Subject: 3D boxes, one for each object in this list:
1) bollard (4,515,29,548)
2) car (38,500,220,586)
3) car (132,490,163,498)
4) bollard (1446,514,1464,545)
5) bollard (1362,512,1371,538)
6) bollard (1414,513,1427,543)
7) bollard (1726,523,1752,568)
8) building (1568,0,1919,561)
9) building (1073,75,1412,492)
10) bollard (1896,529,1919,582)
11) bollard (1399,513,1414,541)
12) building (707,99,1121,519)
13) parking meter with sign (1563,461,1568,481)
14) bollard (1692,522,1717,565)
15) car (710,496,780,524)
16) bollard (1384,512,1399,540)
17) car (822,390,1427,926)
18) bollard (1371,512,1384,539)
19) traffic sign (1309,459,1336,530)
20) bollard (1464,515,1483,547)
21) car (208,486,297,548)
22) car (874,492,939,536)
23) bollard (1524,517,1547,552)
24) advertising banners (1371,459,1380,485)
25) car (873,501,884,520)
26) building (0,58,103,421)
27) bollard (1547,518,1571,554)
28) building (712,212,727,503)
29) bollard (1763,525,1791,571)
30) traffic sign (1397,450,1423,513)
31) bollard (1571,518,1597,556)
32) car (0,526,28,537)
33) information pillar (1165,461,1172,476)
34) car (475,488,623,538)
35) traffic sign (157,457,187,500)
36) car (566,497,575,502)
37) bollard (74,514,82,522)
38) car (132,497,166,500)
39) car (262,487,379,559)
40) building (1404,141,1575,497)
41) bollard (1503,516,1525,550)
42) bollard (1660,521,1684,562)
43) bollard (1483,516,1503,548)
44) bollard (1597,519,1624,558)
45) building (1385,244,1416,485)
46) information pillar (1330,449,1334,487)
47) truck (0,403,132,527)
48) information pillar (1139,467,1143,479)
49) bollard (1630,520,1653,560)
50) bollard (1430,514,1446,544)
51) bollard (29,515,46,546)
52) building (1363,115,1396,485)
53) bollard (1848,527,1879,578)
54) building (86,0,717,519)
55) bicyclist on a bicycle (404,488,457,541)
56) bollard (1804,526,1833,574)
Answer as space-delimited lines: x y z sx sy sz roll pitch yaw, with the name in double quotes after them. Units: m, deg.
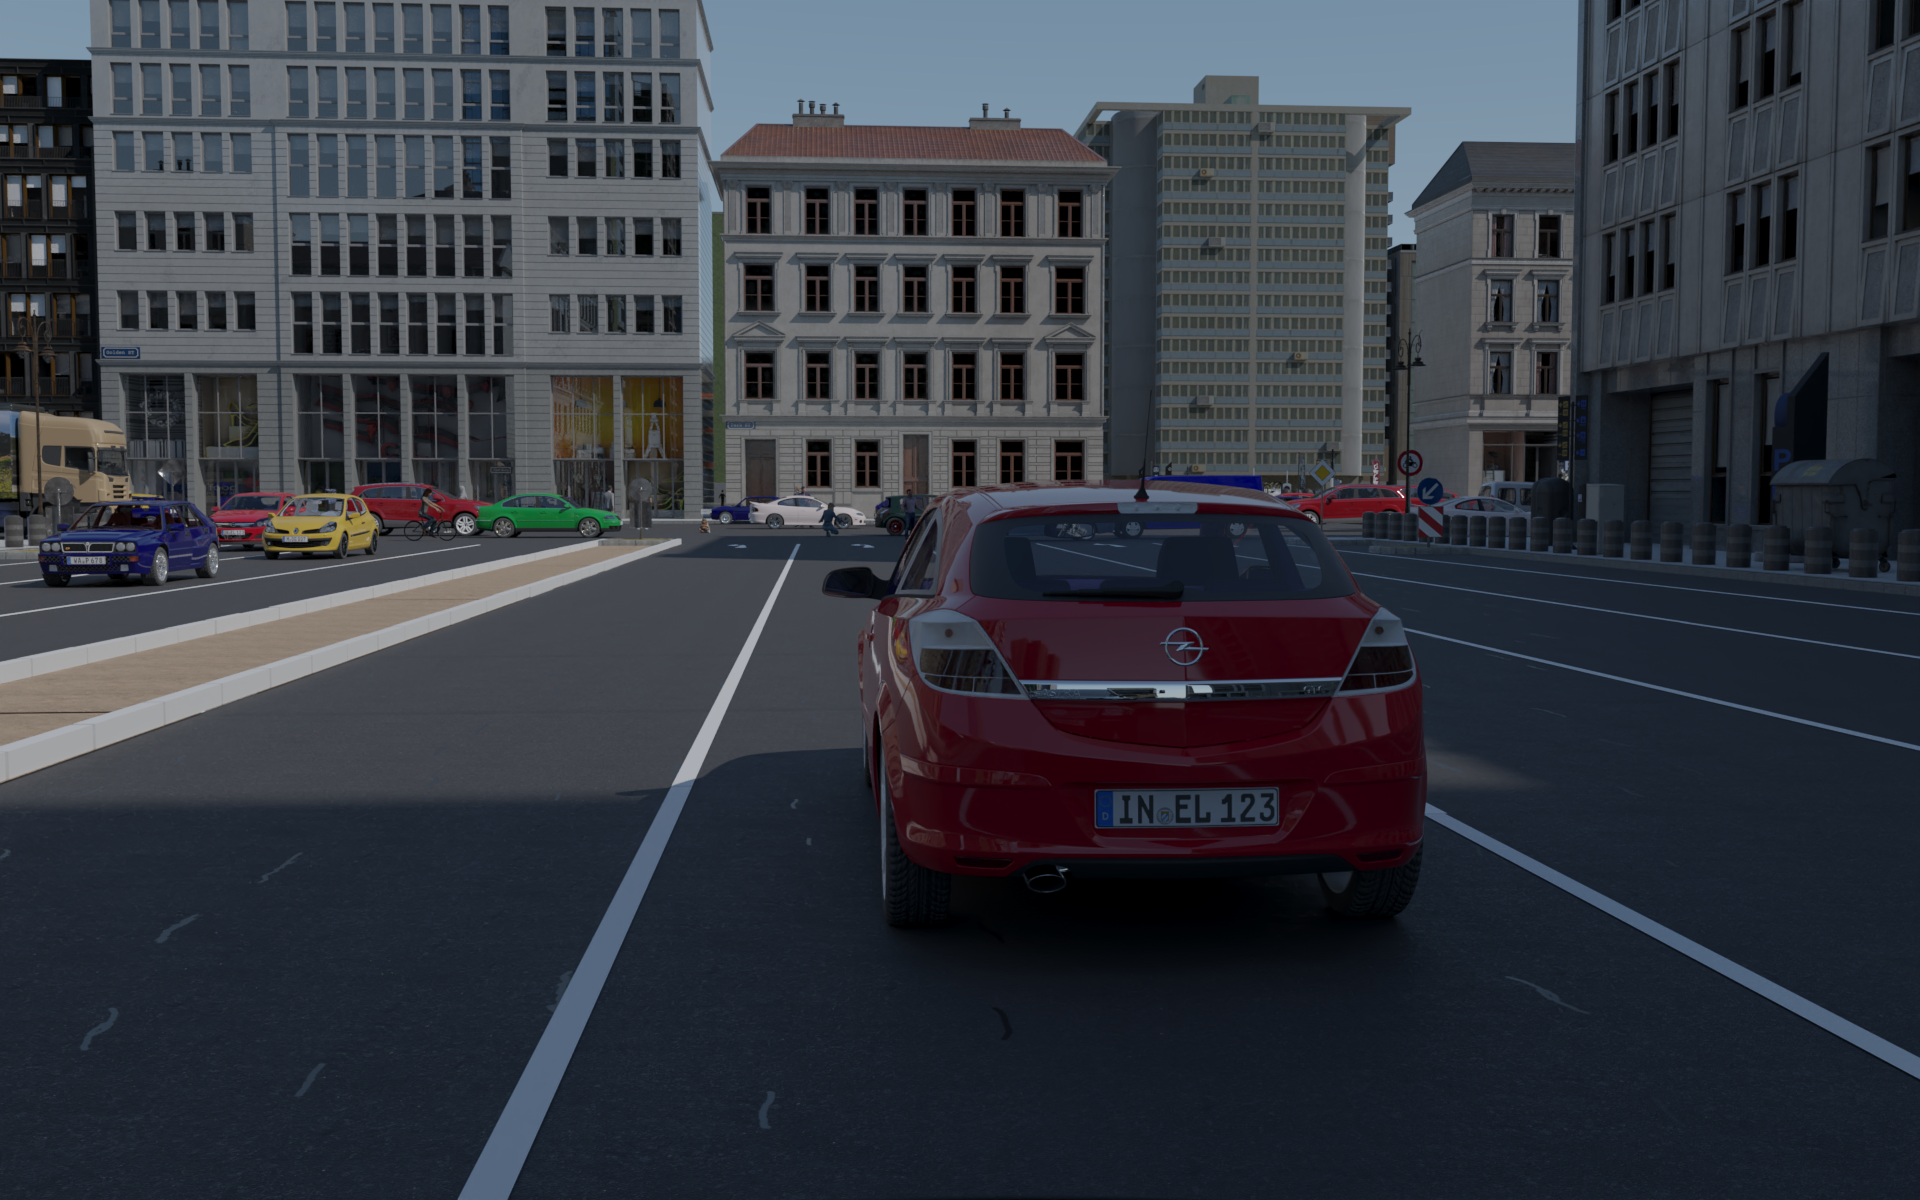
-22.710 -1.643 41.572 0.404 0.777 0.398 0 3 0 "bollard"
-13.435 -0.952 28.148 1.945 1.354 3.894 0 4 -6 "car"
-34.704 -3.763 71.744 3.980 1.641 2.015 0 4 -5 "car"
12.565 -1.764 43.565 0.404 0.777 0.398 0 3 0 "bollard"
11.998 -2.205 50.774 0.404 0.777 0.398 0 3 0 "bollard"
12.382 -1.911 45.961 0.404 0.777 0.398 0 3 0 "bollard"
13.621 -0.952 30.286 0.404 0.777 0.398 0 3 0 "bollard"
22.947 -13.332 36.006 12.078 24.808 19.932 0 4 -5 "building"
23.390 -28.950 165.213 32.217 40.220 23.993 0 4 -5 "building"
14.005 -0.657 25.459 0.404 0.777 0.398 0 3 0 "bollard"
12.284 -1.985 47.165 0.404 0.777 0.398 0 3 0 "bollard"
-2.690 -15.800 94.487 21.152 22.565 11.583 0 4 -5 "building"
31.329 -5.682 89.165 0.543 3.016 1.738 1 4 19 "parking meter with sign"
13.530 -1.026 31.487 0.404 0.777 0.398 0 3 0 "bollard"
-9.958 -4.279 82.539 3.894 1.354 1.945 0 4 -7 "car"
12.188 -2.058 48.363 0.404 0.777 0.398 0 3 0 "bollard"
0.500 0.108 7.278 2.155 1.783 4.494 0 4 -4 "car"
12.096 -2.131 49.561 0.404 0.777 0.398 0 3 0 "bollard"
10.403 -2.822 49.789 0.795 2.450 0.064 0 4 -5 "traffic sign"
12.667 -1.690 42.352 0.404 0.777 0.398 0 3 0 "bollard"
-18.152 -2.196 44.938 2.155 1.783 4.494 0 4 -5 "car"
-0.876 -3.079 60.126 4.222 1.686 2.009 0 4 -3 "car"
12.954 -1.468 38.714 0.404 0.777 0.398 0 3 0 "bollard"
21.667 -5.599 87.735 2.074 3.025 0.090 -1 4 -23 "advertising banners"
-1.935 -3.983 77.699 3.894 1.354 1.945 0 4 -3 "car"
-51.215 -16.031 91.792 15.834 23.373 12.332 0 4 -5 "building"
13.052 -1.394 37.508 0.404 0.777 0.398 0 3 0 "bollard"
-37.916 -34.779 252.235 14.086 41.232 14.154 0 4 -5 "building"
13.716 -0.879 29.085 0.404 0.777 0.398 0 3 0 "bollard"
12.891 -3.033 49.700 0.768 2.556 0.104 0 4 -3 "traffic sign"
13.144 -1.320 36.295 0.404 0.777 0.398 0 3 0 "bollard"
-32.422 -2.791 57.426 4.920 1.459 2.131 0 4 -6 "car"
14.885 -8.090 123.620 0.504 3.616 0.183 -1 4 -15 "information pillar"
-13.522 -2.953 57.079 4.718 1.807 1.959 0 4 -4 "car"
-21.493 -2.670 47.292 0.795 2.450 0.064 0 4 -5 "traffic sign"
-16.802 -3.612 71.642 1.945 1.354 3.894 0 4 -3 "car"
-22.993 -1.865 45.208 0.404 0.777 0.398 0 3 0 "bollard"
-32.188 -3.308 66.671 3.894 1.354 1.945 0 4 -5 "car"
-14.520 -1.783 39.375 2.015 1.641 3.980 0 4 -4 "car"
28.076 -15.015 96.405 40.483 20.767 10.553 0 4 -5 "building"
12.855 -1.542 39.926 0.404 0.777 0.398 0 3 0 "bollard"
13.433 -1.099 32.685 0.404 0.777 0.398 0 3 0 "bollard"
12.757 -1.616 41.147 0.404 0.777 0.398 0 3 0 "bollard"
13.241 -1.246 35.093 0.404 0.777 0.398 0 3 0 "bollard"
55.453 -26.277 201.329 14.107 30.474 14.160 0 4 -5 "building"
19.242 -6.012 89.648 0.183 3.616 0.504 0 4 3 "information pillar"
-31.648 -4.015 54.563 11.283 4.237 2.839 0 4 -6 "truck"
14.925 -9.226 142.199 0.504 3.616 0.183 1 4 21 "information pillar"
13.337 -1.173 33.891 0.404 0.777 0.398 0 3 0 "bollard"
12.478 -1.838 44.763 0.404 0.777 0.398 0 3 0 "bollard"
-22.804 -1.717 42.784 0.404 0.777 0.398 0 3 0 "bollard"
40.808 -33.666 200.553 14.200 45.320 14.600 0 4 -5 "building"
13.910 -0.730 26.657 0.404 0.777 0.398 0 3 0 "bollard"
-28.352 -19.232 91.940 29.804 29.767 11.434 0 4 -5 "building"
-16.183 -2.623 52.907 1.625 1.676 1.499 0 4 -3 "bicyclist on a bicycle"
13.813 -0.804 27.866 0.404 0.777 0.398 0 3 0 "bollard"
